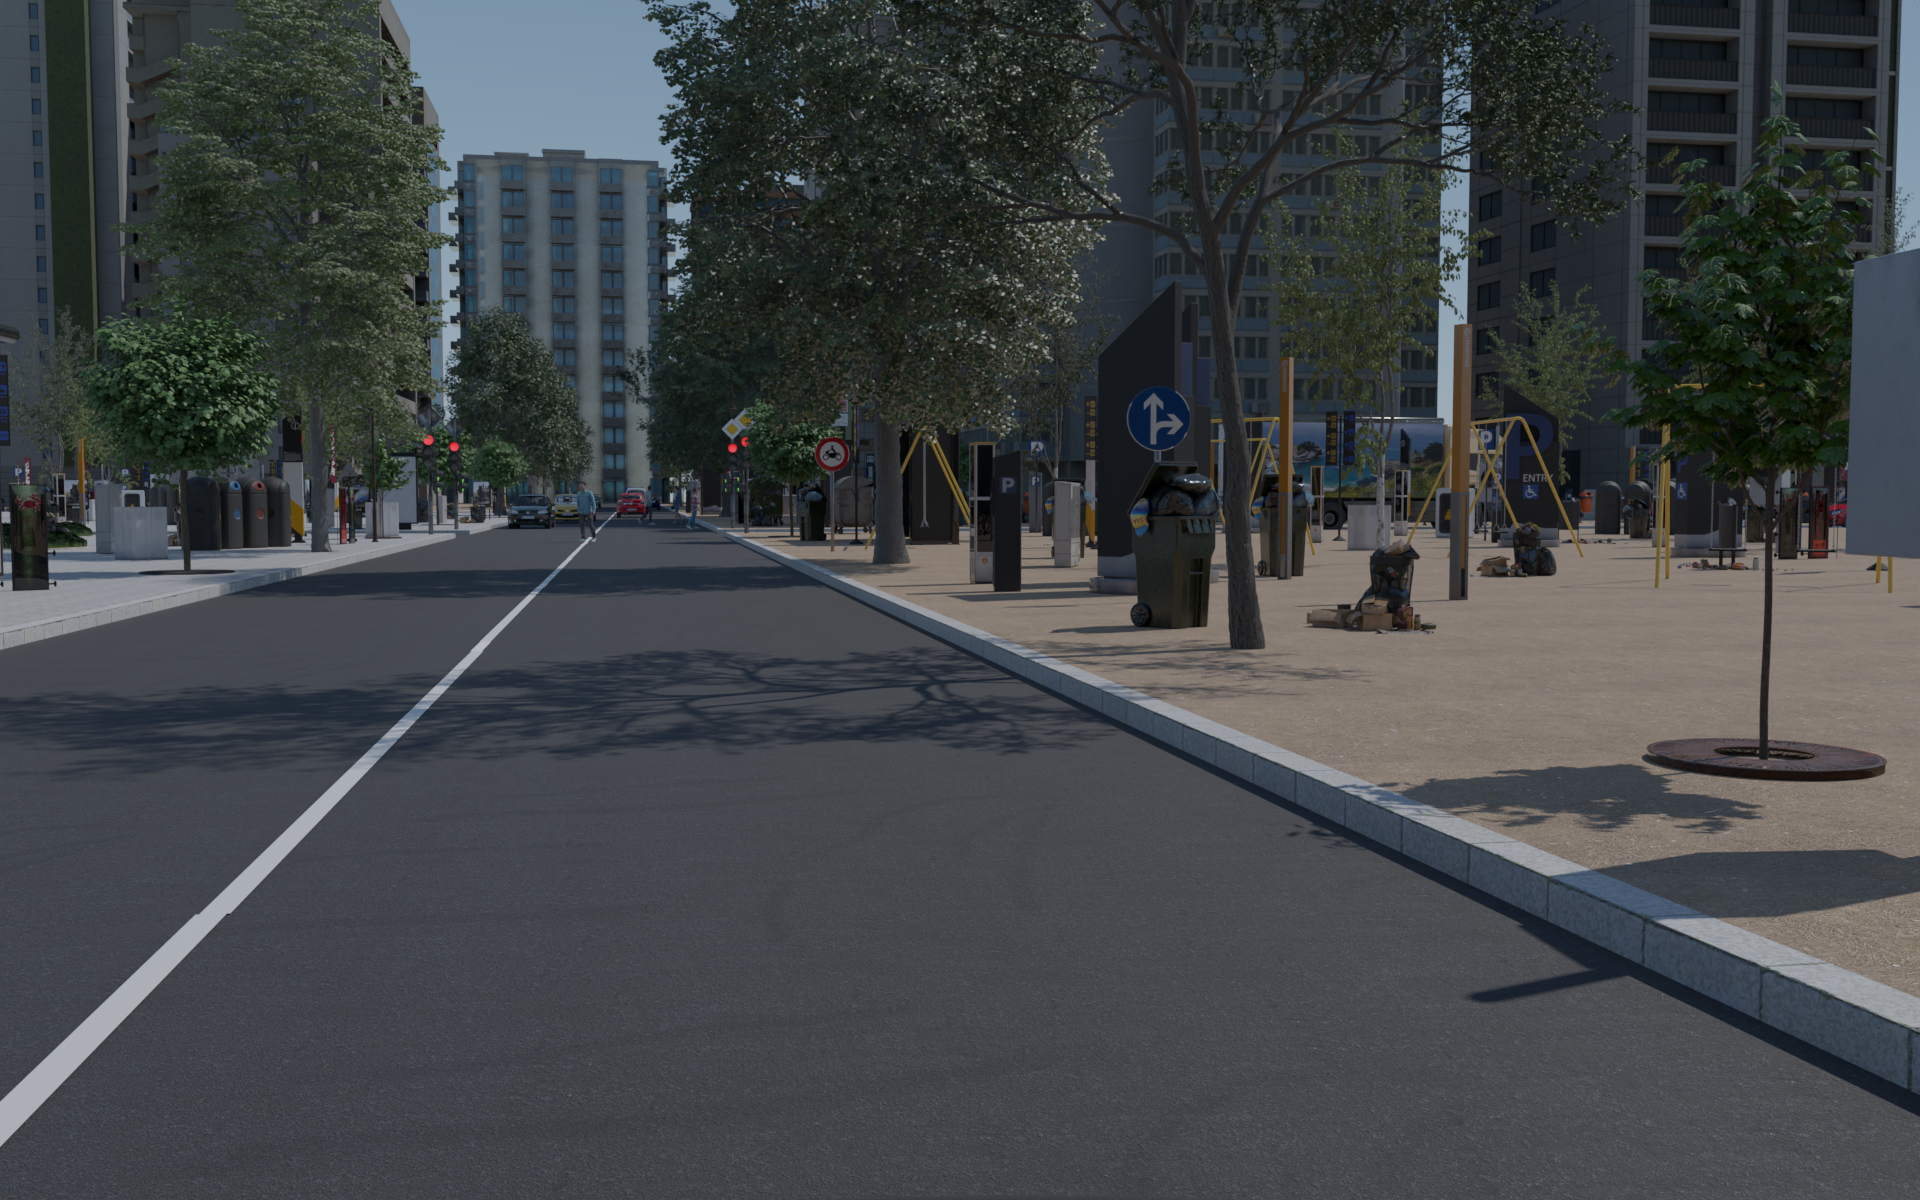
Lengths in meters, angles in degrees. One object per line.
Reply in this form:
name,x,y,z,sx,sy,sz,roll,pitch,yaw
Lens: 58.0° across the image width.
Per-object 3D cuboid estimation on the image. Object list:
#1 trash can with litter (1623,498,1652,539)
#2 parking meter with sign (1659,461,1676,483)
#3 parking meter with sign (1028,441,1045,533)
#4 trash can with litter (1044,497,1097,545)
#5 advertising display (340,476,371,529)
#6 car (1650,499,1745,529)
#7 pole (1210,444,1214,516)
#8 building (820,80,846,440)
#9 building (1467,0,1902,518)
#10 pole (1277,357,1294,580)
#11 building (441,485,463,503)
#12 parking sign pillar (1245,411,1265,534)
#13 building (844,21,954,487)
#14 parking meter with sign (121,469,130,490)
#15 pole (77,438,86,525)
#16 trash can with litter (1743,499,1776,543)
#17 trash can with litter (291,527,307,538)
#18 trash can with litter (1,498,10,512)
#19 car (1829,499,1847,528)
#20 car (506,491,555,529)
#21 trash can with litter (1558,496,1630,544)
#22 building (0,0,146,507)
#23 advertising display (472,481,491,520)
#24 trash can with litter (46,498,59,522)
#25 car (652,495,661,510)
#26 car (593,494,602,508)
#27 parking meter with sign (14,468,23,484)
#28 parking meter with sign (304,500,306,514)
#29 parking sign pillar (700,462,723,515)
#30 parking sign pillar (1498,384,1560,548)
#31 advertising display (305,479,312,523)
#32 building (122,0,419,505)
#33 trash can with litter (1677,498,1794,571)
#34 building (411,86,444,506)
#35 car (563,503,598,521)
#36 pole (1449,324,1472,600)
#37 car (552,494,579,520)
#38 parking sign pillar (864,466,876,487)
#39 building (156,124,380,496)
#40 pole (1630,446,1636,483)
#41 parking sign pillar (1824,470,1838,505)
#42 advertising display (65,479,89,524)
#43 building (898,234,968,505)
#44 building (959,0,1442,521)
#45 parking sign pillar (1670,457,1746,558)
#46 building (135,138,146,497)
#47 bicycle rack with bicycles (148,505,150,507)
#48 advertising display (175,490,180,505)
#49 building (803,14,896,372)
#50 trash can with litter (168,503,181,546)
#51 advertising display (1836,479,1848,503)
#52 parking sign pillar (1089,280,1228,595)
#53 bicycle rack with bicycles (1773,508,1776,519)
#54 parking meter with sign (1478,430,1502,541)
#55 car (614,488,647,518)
trash can with litter,19.583,-2.338,49.615,1.055,1.170,0.624,-1,4,-21
parking meter with sign,34.882,-5.407,84.665,0.543,3.016,1.738,-1,4,-10
parking meter with sign,2.520,-3.743,57.465,0.543,3.016,1.738,0,4,1
trash can with litter,3.128,-1.991,43.617,2.233,1.210,1.678,-1,4,-13
advertising display,-22.073,-3.556,63.358,0.974,1.923,0.123,0,4,-3
car,28.697,-3.548,67.045,4.494,1.783,2.155,-1,4,-12
pole,10.184,-4.666,70.139,0.158,3.312,0.155,0,3,0
building,-5.915,-31.737,169.010,14.600,45.320,14.200,-1,4,-11
building,43.534,-40.389,98.605,20.611,71.187,20.563,-1,4,-11
pole,4.872,-1.961,25.913,0.158,3.312,0.155,0,3,0
building,-84.676,-39.747,239.107,27.495,52.752,28.713,-1,4,-11
parking sign pillar,9.305,-4.178,56.788,1.447,3.967,1.447,2,4,24
building,-3.500,-28.816,154.731,14.154,41.232,14.086,-1,4,-11
parking meter with sign,-57.643,-7.537,119.494,0.543,3.016,1.738,-1,4,-21
pole,-32.213,-4.261,63.515,0.158,3.312,0.155,0,3,0
trash can with litter,21.138,-2.091,45.567,1.055,1.170,0.624,0,4,3
trash can with litter,-20.160,-2.495,51.846,1.678,1.210,2.233,-1,4,-14
trash can with litter,-69.239,-6.977,125.459,1.055,1.170,0.624,-2,4,-35
car,35.839,-3.628,68.364,4.494,1.783,2.155,-1,4,-9
car,-17.968,-3.847,72.683,2.009,1.686,4.222,-1,4,-9
trash can with litter,16.155,-2.071,44.911,2.233,1.210,1.678,2,4,33
building,-97.889,-38.754,175.629,28.212,58.520,21.231,-1,4,-11
advertising display,-23.907,-4.978,86.596,0.974,1.923,0.123,1,4,17
trash can with litter,-32.251,-3.083,61.789,0.624,1.170,1.055,3,4,39
car,-27.377,-8.599,153.166,1.945,1.354,3.894,-1,4,-11
car,-39.035,-10.517,183.755,2.131,1.459,4.920,-1,4,-10
parking meter with sign,-63.266,-7.371,116.771,0.543,3.016,1.738,-1,4,-18
parking meter with sign,-43.081,-7.115,112.597,0.543,3.016,1.738,0,4,2
parking sign pillar,-15.483,-7.308,107.965,1.447,3.967,1.447,1,4,9
parking sign pillar,13.838,-3.275,42.018,1.447,3.967,1.447,1,4,14
advertising display,-28.871,-4.376,76.766,0.123,1.923,0.974,-2,4,-32
building,-61.548,-32.555,155.982,21.300,48.544,21.600,-1,4,-11
trash can with litter,13.206,-1.154,29.922,1.678,1.210,2.233,0,4,1
building,-63.761,-32.779,186.040,14.200,45.320,14.600,-1,4,-11
car,-20.372,-4.904,92.758,1.945,1.354,3.894,-1,4,-12
pole,6.039,-1.654,20.890,0.158,3.312,0.155,0,3,0
car,-19.488,-4.635,86.006,2.015,1.641,3.980,-1,4,-12
parking sign pillar,-6.361,-8.256,123.464,1.447,3.967,1.447,-2,4,-30
building,-55.023,-22.483,139.294,14.160,30.474,14.107,-1,4,-11
pole,28.535,-4.873,73.512,0.158,3.312,0.155,0,3,0
parking sign pillar,40.908,-5.684,81.400,1.447,3.967,1.447,1,4,20
advertising display,-38.105,-4.250,74.705,0.974,1.923,0.123,-1,4,-15
building,9.677,-17.419,129.847,27.650,21.520,28.899,-1,4,-11
building,13.225,-24.764,96.775,23.993,40.220,32.217,-1,4,-11
parking sign pillar,15.332,-2.870,35.393,1.447,3.967,1.447,-1,4,-13
building,-77.647,-30.575,183.488,14.086,41.232,14.154,-1,4,-11
bicycle rack with bicycles,-57.408,-6.773,124.128,2.852,0.926,2.925,-3,5,-43
advertising display,-24.196,-2.989,54.078,0.123,1.923,0.974,0,4,3
building,-2.472,-36.781,190.600,28.713,52.752,27.495,-1,4,-11
trash can with litter,-19.197,-1.909,42.600,1.055,1.170,0.624,2,4,33
advertising display,37.076,-4.135,72.821,0.123,1.923,0.974,0,4,6
parking sign pillar,2.412,-2.084,22.552,1.447,3.967,1.447,-3,5,-43
bicycle rack with bicycles,40.774,-4.329,84.166,2.925,0.926,2.852,-2,4,-23
parking meter with sign,14.994,-3.134,47.509,1.738,3.016,0.543,-2,4,-33
car,-19.962,-5.887,105.284,2.155,1.783,4.494,-1,4,-11
